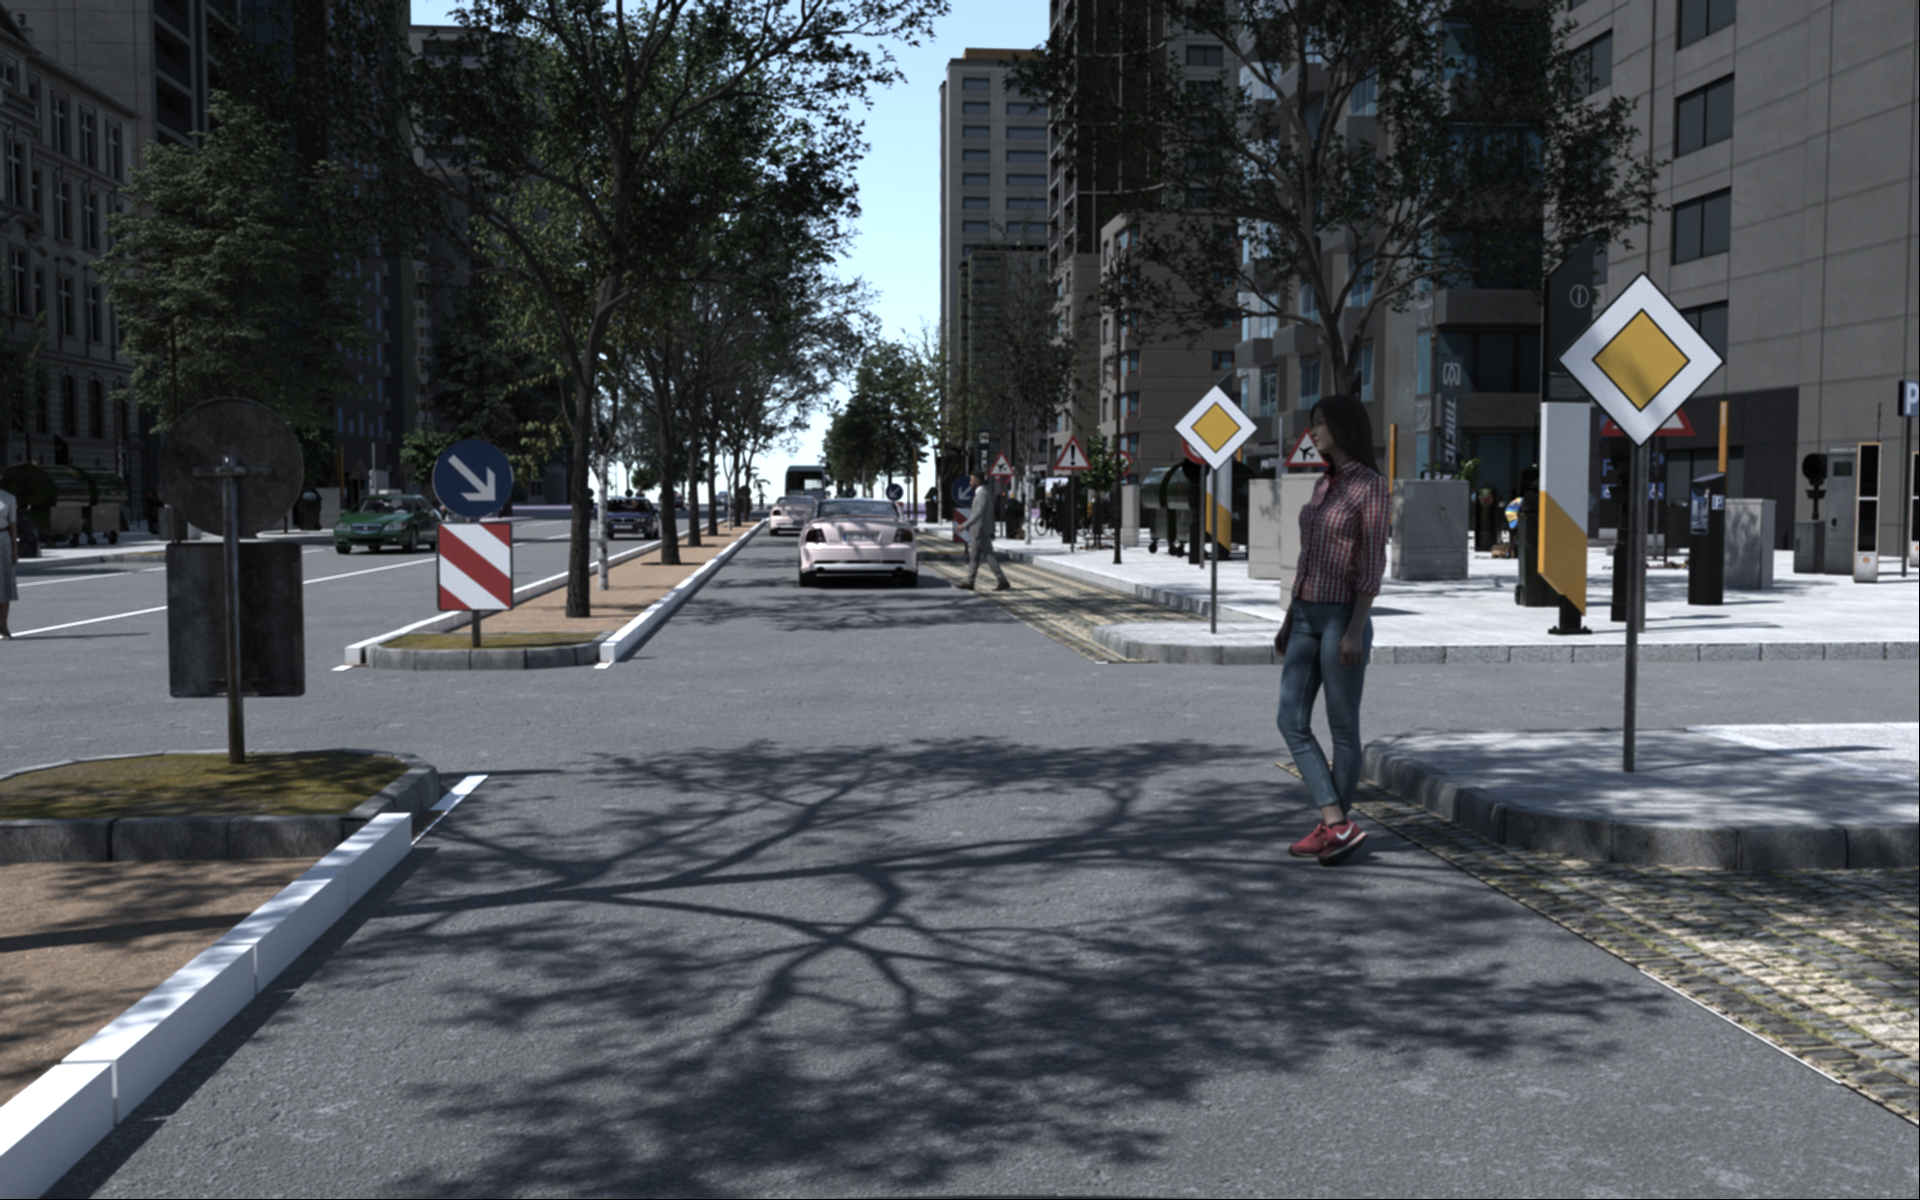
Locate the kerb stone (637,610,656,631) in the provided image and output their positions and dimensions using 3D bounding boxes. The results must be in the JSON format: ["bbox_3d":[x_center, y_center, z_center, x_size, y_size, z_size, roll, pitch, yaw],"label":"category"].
[{"bbox_3d":[-3.331,0.240,18.270,0.120,0.150,1.000,0,4,-5],"label":"kerb stone"}]

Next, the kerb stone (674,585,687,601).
[{"bbox_3d":[-3.813,-0.072,23.368,0.120,0.150,1.000,0,4,-5],"label":"kerb stone"}]

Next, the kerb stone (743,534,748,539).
[{"bbox_3d":[-6.515,-1.818,51.921,0.120,0.150,1.000,0,4,-5],"label":"kerb stone"}]

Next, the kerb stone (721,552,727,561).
[{"bbox_3d":[-5.066,-0.879,36.634,0.120,0.150,1.000,0,4,-5],"label":"kerb stone"}]

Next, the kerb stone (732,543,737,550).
[{"bbox_3d":[-5.651,-1.257,42.753,0.120,0.150,1.000,0,4,-5],"label":"kerb stone"}]

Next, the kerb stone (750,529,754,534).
[{"bbox_3d":[-7.201,-2.253,59.059,0.120,0.150,1.000,0,4,-5],"label":"kerb stone"}]

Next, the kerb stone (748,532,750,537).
[{"bbox_3d":[-6.811,-2.005,54.974,0.120,0.150,1.000,0,4,-5],"label":"kerb stone"}]

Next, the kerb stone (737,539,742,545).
[{"bbox_3d":[-6.030,-1.506,46.823,0.120,0.150,1.000,0,4,-5],"label":"kerb stone"}]

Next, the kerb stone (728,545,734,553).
[{"bbox_3d":[-5.453,-1.133,40.713,0.120,0.150,1.000,0,4,-5],"label":"kerb stone"}]

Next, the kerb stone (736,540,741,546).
[{"bbox_3d":[-5.936,-1.443,45.806,0.120,0.150,1.000,0,4,-5],"label":"kerb stone"}]

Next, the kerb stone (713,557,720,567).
[{"bbox_3d":[-4.781,-0.688,33.569,0.120,0.150,1.000,0,4,-5],"label":"kerb stone"}]

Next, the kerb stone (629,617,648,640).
[{"bbox_3d":[-3.234,0.304,17.249,0.120,0.150,1.000,0,4,-5],"label":"kerb stone"}]

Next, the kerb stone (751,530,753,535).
[{"bbox_3d":[-7.093,-2.192,58.039,0.120,0.150,1.000,0,4,-5],"label":"kerb stone"}]

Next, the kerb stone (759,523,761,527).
[{"bbox_3d":[-8.259,-2.940,70.276,0.120,0.150,1.000,0,4,-5],"label":"kerb stone"}]

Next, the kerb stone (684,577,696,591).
[{"bbox_3d":[-4.004,-0.196,25.403,0.120,0.150,1.000,0,4,-5],"label":"kerb stone"}]

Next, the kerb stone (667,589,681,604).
[{"bbox_3d":[-3.724,-0.009,22.350,0.120,0.150,1.000,0,4,-5],"label":"kerb stone"}]

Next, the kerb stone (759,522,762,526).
[{"bbox_3d":[-8.451,-3.066,72.331,0.120,0.150,1.000,0,4,-5],"label":"kerb stone"}]

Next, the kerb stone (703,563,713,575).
[{"bbox_3d":[-4.485,-0.505,30.496,0.120,0.150,1.000,0,4,-5],"label":"kerb stone"}]

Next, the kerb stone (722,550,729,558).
[{"bbox_3d":[-5.167,-0.935,37.651,0.120,0.150,1.000,0,4,-5],"label":"kerb stone"}]

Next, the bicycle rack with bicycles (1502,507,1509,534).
[{"bbox_3d":[18.361,-2.515,54.497,2.852,0.926,2.925,-1,4,-9],"label":"bicycle rack with bicycles"}]

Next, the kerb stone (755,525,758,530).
[{"bbox_3d":[-7.770,-2.627,65.180,0.120,0.150,1.000,0,4,-5],"label":"kerb stone"}]

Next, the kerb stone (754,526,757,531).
[{"bbox_3d":[-7.583,-2.504,63.145,0.120,0.150,1.000,0,4,-5],"label":"kerb stone"}]

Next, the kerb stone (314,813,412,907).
[{"bbox_3d":[-2.219,0.962,6.466,0.120,0.150,1.000,0,4,-5],"label":"kerb stone"}]

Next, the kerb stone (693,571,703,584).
[{"bbox_3d":[-4.202,-0.321,27.443,0.120,0.150,1.000,0,4,-5],"label":"kerb stone"}]

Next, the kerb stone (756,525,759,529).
[{"bbox_3d":[-7.868,-2.691,66.201,0.120,0.150,1.000,0,4,-5],"label":"kerb stone"}]

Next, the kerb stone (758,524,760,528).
[{"bbox_3d":[-8.058,-2.815,68.237,0.120,0.150,1.000,0,4,-5],"label":"kerb stone"}]

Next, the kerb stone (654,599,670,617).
[{"bbox_3d":[-3.527,0.119,20.312,0.120,0.150,1.000,0,4,-5],"label":"kerb stone"}]

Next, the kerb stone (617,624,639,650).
[{"bbox_3d":[-3.139,0.365,16.228,0.120,0.150,1.000,0,4,-5],"label":"kerb stone"}]

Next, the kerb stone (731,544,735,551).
[{"bbox_3d":[-5.553,-1.195,41.730,0.120,0.150,1.000,0,4,-5],"label":"kerb stone"}]

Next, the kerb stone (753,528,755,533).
[{"bbox_3d":[-7.386,-2.380,61.105,0.120,0.150,1.000,0,4,-5],"label":"kerb stone"}]

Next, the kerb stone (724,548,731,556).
[{"bbox_3d":[-5.256,-1.005,38.669,0.120,0.150,1.000,0,4,-5],"label":"kerb stone"}]

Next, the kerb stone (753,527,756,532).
[{"bbox_3d":[-7.484,-2.442,62.123,0.120,0.150,1.000,0,4,-5],"label":"kerb stone"}]

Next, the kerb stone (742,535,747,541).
[{"bbox_3d":[-6.422,-1.756,50.904,0.120,0.150,1.000,0,4,-5],"label":"kerb stone"}]

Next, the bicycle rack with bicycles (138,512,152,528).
[{"bbox_3d":[-29.287,-3.163,65.103,2.852,0.926,2.925,2,4,28],"label":"bicycle rack with bicycles"}]

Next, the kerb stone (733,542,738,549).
[{"bbox_3d":[-5.750,-1.320,43.770,0.120,0.150,1.000,0,4,-5],"label":"kerb stone"}]

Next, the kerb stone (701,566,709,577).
[{"bbox_3d":[-4.395,-0.444,29.478,0.120,0.150,1.000,0,4,-5],"label":"kerb stone"}]

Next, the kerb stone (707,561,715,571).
[{"bbox_3d":[-4.586,-0.571,31.524,0.120,0.150,1.000,0,4,-5],"label":"kerb stone"}]

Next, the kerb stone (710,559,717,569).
[{"bbox_3d":[-4.689,-0.633,32.541,0.120,0.150,1.000,0,4,-5],"label":"kerb stone"}]

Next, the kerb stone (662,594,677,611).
[{"bbox_3d":[-3.616,0.057,21.334,0.120,0.150,1.000,0,4,-5],"label":"kerb stone"}]

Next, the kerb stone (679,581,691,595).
[{"bbox_3d":[-3.909,-0.134,24.385,0.120,0.150,1.000,0,4,-5],"label":"kerb stone"}]

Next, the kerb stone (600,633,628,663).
[{"bbox_3d":[-3.044,0.428,15.202,0.120,0.150,1.000,0,4,-5],"label":"kerb stone"}]

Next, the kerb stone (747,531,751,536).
[{"bbox_3d":[-6.907,-2.067,55.993,0.120,0.150,1.000,0,4,-5],"label":"kerb stone"}]

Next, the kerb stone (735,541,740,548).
[{"bbox_3d":[-5.835,-1.382,44.789,0.120,0.150,1.000,0,4,-5],"label":"kerb stone"}]

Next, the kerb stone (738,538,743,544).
[{"bbox_3d":[-6.128,-1.564,47.845,0.120,0.150,1.000,0,4,-5],"label":"kerb stone"}]

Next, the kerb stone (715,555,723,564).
[{"bbox_3d":[-4.871,-0.758,34.588,0.120,0.150,1.000,0,4,-5],"label":"kerb stone"}]

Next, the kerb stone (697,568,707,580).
[{"bbox_3d":[-4.292,-0.383,28.461,0.120,0.150,1.000,0,4,-5],"label":"kerb stone"}]

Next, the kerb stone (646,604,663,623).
[{"bbox_3d":[-3.433,0.177,19.294,0.120,0.150,1.000,0,4,-5],"label":"kerb stone"}]

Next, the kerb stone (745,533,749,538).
[{"bbox_3d":[-6.612,-1.876,52.940,0.120,0.150,1.000,0,4,-5],"label":"kerb stone"}]

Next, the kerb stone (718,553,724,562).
[{"bbox_3d":[-4.978,-0.821,35.615,0.120,0.150,1.000,0,4,-5],"label":"kerb stone"}]

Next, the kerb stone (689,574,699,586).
[{"bbox_3d":[-4.106,-0.259,26.425,0.120,0.150,1.000,0,4,-5],"label":"kerb stone"}]

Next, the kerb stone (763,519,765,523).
[{"bbox_3d":[-9.131,-3.499,79.458,0.120,0.150,1.000,0,4,-5],"label":"kerb stone"}]

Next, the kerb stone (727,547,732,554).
[{"bbox_3d":[-5.357,-1.067,39.686,0.120,0.150,1.000,0,4,-5],"label":"kerb stone"}]

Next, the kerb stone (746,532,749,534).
[{"bbox_3d":[-6.713,-1.943,53.957,0.120,0.150,1.000,0,4,-5],"label":"kerb stone"}]

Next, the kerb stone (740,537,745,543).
[{"bbox_3d":[-6.222,-1.628,48.866,0.120,0.150,1.000,0,4,-5],"label":"kerb stone"}]

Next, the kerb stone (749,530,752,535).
[{"bbox_3d":[-6.998,-2.128,57.019,0.120,0.150,1.000,0,4,-5],"label":"kerb stone"}]
